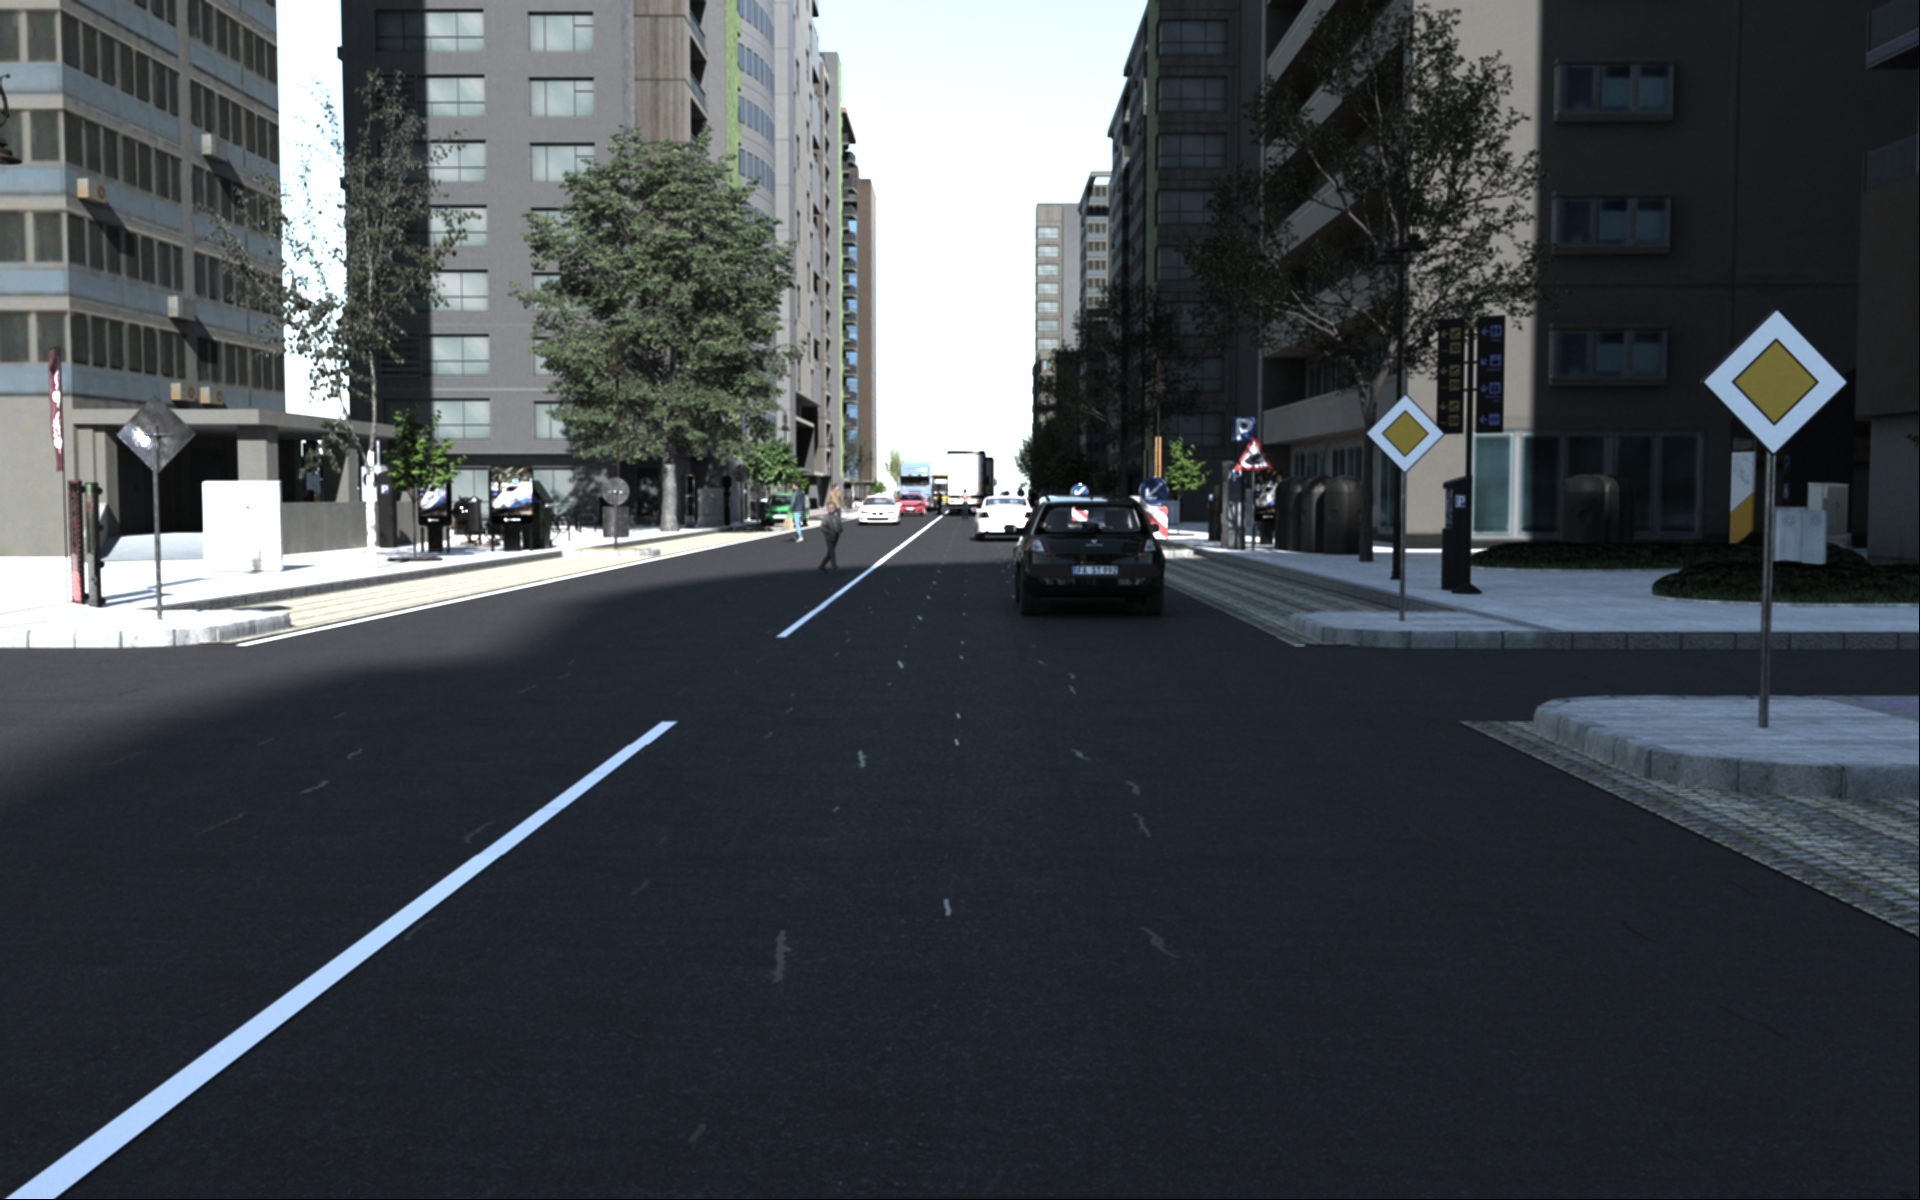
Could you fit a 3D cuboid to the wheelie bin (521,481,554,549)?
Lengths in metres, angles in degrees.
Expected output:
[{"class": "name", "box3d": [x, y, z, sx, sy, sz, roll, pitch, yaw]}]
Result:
[{"class": "wheelie bin", "box3d": [-9.893, -1.982, 40.309, 0.693, 1.594, 0.980, 0, 4, 4]}]

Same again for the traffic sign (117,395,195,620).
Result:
[{"class": "traffic sign", "box3d": [-8.131, -0.850, 17.540, 0.795, 2.450, 0.064, 0, 4, 0]}]

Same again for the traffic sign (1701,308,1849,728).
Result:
[{"class": "traffic sign", "box3d": [4.412, -0.355, 9.455, 0.795, 2.450, 0.064, 0, 4, 0]}]

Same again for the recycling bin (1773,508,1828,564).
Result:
[{"class": "recycling bin", "box3d": [13.128, -0.890, 27.104, 0.722, 1.027, 0.722, 1, 4, 20]}]

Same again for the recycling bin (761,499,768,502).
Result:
[{"class": "recycling bin", "box3d": [-9.424, -4.475, 85.717, 0.722, 1.027, 0.722, 1, 4, 10]}]

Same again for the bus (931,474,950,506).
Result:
[{"class": "bus", "box3d": [-2.363, -13.449, 211.435, 2.896, 3.916, 12.252, 0, 4, 2]}]

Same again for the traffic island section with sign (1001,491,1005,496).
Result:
[{"class": "traffic island section with sign", "box3d": [5.488, -13.358, 227.031, 1.989, 1.847, 2.006, 0, 4, 0]}]

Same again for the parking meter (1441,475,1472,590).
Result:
[{"class": "parking meter", "box3d": [6.647, -0.903, 23.174, 0.372, 1.533, 0.369, 0, 3, 0]}]

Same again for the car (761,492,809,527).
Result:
[{"class": "car", "box3d": [-7.597, -4.058, 75.137, 1.959, 1.807, 4.718, 0, 3, 0]}]

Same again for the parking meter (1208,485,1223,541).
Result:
[{"class": "parking meter", "box3d": [6.999, -2.387, 47.442, 0.372, 1.533, 0.369, 0, 3, 0]}]

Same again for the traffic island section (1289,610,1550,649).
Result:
[{"class": "traffic island section", "box3d": [4.486, 0.291, 17.517, 2.009, 0.180, 2.903, 0, 4, 0]}]

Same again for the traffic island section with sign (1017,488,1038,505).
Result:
[{"class": "traffic island section with sign", "box3d": [4.786, -6.630, 117.025, 1.989, 1.847, 2.006, 0, 4, 0]}]

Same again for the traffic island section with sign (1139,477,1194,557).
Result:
[{"class": "traffic island section with sign", "box3d": [4.305, -1.927, 40.135, 1.989, 1.847, 2.006, 0, 4, 0]}]

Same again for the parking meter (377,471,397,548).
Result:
[{"class": "parking meter", "box3d": [-13.637, -2.172, 41.218, 0.399, 1.863, 0.255, 0, 4, 7]}]

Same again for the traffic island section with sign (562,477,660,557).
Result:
[{"class": "traffic island section with sign", "box3d": [-8.017, -1.924, 40.088, 1.989, 1.847, 2.006, 0, 4, 0]}]

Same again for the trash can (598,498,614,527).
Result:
[{"class": "trash can", "box3d": [-13.786, -3.430, 67.741, 0.748, 1.137, 0.748, 0, 3, 0]}]

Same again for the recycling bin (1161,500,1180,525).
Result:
[{"class": "recycling bin", "box3d": [8.590, -3.604, 71.484, 0.722, 1.027, 0.722, 3, 5, 43]}]

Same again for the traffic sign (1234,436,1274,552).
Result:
[{"class": "traffic sign", "box3d": [6.530, -2.358, 38.560, 0.884, 2.594, 0.081, 0, 4, 1]}]

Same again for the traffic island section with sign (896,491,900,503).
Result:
[{"class": "traffic island section with sign", "box3d": [-7.007, -11.717, 200.204, 1.989, 1.847, 2.006, 0, 4, 0]}]

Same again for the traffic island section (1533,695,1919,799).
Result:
[{"class": "traffic island section", "box3d": [4.436, 0.780, 9.532, 2.009, 0.180, 2.903, 0, 4, 0]}]

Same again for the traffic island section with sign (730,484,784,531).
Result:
[{"class": "traffic island section with sign", "box3d": [-7.851, -3.598, 67.461, 1.989, 1.847, 2.006, 0, 4, 0]}]

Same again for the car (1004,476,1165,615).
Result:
[{"class": "car", "box3d": [1.566, -0.738, 21.854, 2.009, 1.686, 4.222, 0, 4, 1]}]

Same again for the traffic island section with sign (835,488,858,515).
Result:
[{"class": "traffic island section with sign", "box3d": [-7.530, -6.640, 117.199, 1.989, 1.847, 2.006, 0, 4, 0]}]

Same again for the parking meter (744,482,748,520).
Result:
[{"class": "parking meter", "box3d": [-10.738, -4.896, 85.754, 0.399, 1.863, 0.255, -3, 5, -40]}]

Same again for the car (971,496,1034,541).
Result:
[{"class": "car", "box3d": [1.394, -2.544, 53.957, 2.083, 1.381, 4.827, 0, 3, 0]}]

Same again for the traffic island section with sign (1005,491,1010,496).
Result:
[{"class": "traffic island section with sign", "box3d": [4.953, -8.312, 144.528, 1.989, 1.847, 2.006, 0, 4, 0]}]

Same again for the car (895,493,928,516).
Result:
[{"class": "car", "box3d": [-3.193, -6.437, 114.293, 2.155, 1.783, 4.494, 0, 4, 1]}]

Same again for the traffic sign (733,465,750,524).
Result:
[{"class": "traffic sign", "box3d": [-9.475, -4.590, 75.160, 0.768, 2.556, 0.104, 0, 4, 1]}]

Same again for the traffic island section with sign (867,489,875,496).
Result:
[{"class": "traffic island section with sign", "box3d": [-7.356, -8.317, 144.615, 1.989, 1.847, 2.006, 0, 4, 0]}]

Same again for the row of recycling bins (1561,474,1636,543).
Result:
[{"class": "row of recycling bins", "box3d": [13.585, -1.809, 36.695, 1.069, 1.692, 3.534, 2, 4, 34]}]

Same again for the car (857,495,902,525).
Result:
[{"class": "car", "box3d": [-3.760, -4.215, 81.275, 2.083, 1.381, 4.827, 0, 4, 0]}]

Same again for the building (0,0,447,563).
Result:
[{"class": "building", "box3d": [-30.272, -21.268, 39.608, 32.217, 40.220, 23.993, 0, 4, 0]}]

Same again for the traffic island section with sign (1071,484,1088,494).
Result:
[{"class": "traffic island section with sign", "box3d": [4.479, -3.576, 67.090, 1.989, 1.847, 2.006, 0, 4, 0]}]

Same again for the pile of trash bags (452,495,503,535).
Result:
[{"class": "pile of trash bags", "box3d": [-15.678, -2.759, 54.868, 3.447, 1.369, 1.912, 0, 4, 8]}]

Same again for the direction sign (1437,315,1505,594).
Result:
[{"class": "direction sign", "box3d": [6.550, -1.853, 22.291, 0.876, 3.537, 0.379, 3, 5, 39]}]

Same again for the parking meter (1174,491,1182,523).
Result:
[{"class": "parking meter", "box3d": [9.819, -4.419, 77.961, 0.255, 1.863, 0.399, 2, 4, 34]}]

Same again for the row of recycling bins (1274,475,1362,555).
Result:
[{"class": "row of recycling bins", "box3d": [7.903, -1.909, 38.332, 1.069, 1.692, 3.534, -1, 4, -12]}]

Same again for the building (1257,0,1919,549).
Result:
[{"class": "building", "box3d": [21.092, -26.031, 49.310, 21.300, 48.544, 21.600, 0, 4, 0]}]

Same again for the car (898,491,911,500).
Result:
[{"class": "car", "box3d": [-3.756, -7.439, 131.412, 2.009, 1.686, 4.222, 0, 4, -2]}]

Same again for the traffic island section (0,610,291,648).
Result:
[{"class": "traffic island section", "box3d": [-8.155, 0.286, 17.601, 2.009, 0.180, 2.903, 0, 4, 0]}]

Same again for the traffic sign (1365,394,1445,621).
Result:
[{"class": "traffic sign", "box3d": [4.462, -0.844, 17.440, 0.795, 2.450, 0.064, 0, 4, 0]}]

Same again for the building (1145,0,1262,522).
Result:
[{"class": "building", "box3d": [16.025, -24.552, 85.015, 14.154, 41.232, 14.086, 0, 4, 0]}]

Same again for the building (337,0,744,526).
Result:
[{"class": "building", "box3d": [-17.325, -23.903, 74.401, 14.154, 41.232, 14.086, 0, 4, 0]}]
